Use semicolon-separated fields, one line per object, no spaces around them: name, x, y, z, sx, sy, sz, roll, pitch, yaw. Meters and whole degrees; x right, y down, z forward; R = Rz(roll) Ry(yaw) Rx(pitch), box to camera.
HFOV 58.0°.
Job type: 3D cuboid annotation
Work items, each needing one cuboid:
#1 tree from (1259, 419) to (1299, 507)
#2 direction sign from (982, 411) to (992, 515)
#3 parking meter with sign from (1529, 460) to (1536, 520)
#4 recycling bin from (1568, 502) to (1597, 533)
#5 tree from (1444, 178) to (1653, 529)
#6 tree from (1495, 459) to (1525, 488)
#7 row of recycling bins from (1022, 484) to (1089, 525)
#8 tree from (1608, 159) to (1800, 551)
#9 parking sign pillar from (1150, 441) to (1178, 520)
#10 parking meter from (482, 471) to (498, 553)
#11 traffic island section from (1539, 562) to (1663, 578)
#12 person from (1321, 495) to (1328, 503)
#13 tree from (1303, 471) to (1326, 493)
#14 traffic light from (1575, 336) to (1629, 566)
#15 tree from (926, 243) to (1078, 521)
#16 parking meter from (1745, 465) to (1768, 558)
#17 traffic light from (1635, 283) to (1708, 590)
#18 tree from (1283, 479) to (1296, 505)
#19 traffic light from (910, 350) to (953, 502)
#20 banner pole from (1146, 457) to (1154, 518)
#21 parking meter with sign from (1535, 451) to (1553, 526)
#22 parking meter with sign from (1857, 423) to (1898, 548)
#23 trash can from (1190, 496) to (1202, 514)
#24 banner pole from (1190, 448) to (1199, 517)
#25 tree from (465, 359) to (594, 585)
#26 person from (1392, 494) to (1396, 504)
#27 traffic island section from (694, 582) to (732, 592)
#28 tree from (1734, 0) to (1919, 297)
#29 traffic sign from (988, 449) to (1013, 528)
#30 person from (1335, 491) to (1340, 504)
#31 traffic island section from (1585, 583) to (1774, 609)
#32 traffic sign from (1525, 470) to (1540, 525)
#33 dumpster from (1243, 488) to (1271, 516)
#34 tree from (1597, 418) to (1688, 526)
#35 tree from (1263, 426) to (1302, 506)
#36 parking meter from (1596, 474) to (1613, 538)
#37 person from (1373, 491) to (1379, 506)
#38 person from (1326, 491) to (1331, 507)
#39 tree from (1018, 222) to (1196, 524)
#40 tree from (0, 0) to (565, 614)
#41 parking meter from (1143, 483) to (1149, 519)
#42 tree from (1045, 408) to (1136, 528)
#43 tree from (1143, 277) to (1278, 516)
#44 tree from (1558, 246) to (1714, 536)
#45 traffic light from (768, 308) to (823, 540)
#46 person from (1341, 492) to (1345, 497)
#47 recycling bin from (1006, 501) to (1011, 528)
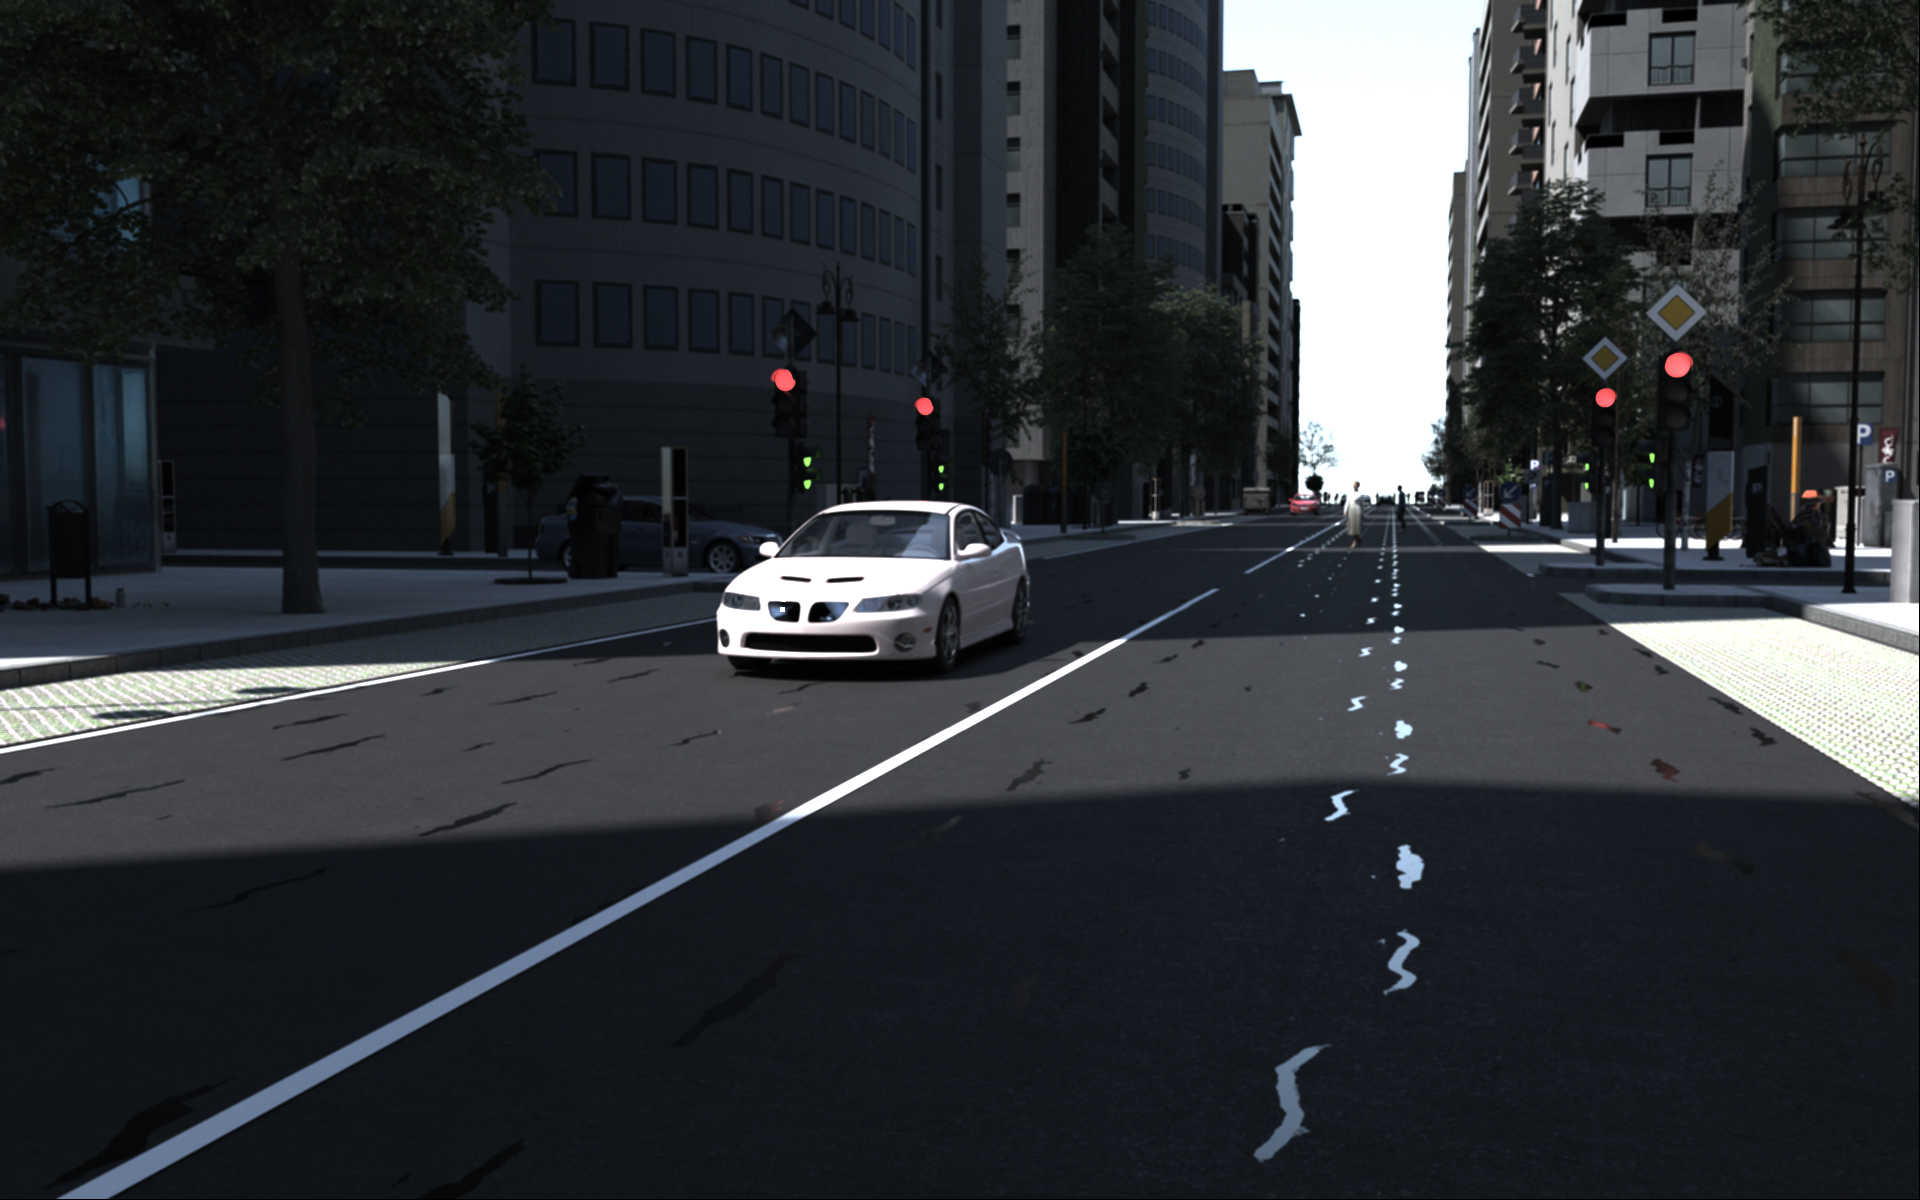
tree;31.681;-13.529;171.566;4.360;8.622;3.978;0;3;0
direction sign;0.736;-3.410;47.752;0.379;3.537;0.876;1;4;17
parking meter with sign;28.904;-5.575;87.412;0.543;3.016;1.738;2;4;23
recycling bin;20.478;-2.716;56.962;0.722;1.027;0.722;3;5;42
tree;21.441;-8.862;63.018;7.486;12.596;7.792;0;3;0
tree;30.107;-6.141;95.012;1.663;3.219;1.824;0;3;0
row of recycling bins;3.984;-4.017;72.784;3.534;1.692;1.069;-3;5;-42
tree;16.639;-5.437;39.265;4.360;8.622;3.978;0;3;0
parking sign pillar;10.343;-6.068;87.681;1.447;3.967;1.447;2;4;25
parking meter;-10.137;-1.951;37.610;0.399;1.863;0.255;1;4;9
traffic island section;11.490;-0.536;31.037;2.009;0.180;2.903;1;4;14
person;50.608;-14.150;239.942;1.348;1.812;0.705;3;5;41
tree;51.519;-16.372;251.392;4.285;4.588;4.351;0;3;0
traffic light;11.454;-2.569;30.932;0.839;4.253;0.868;1;4;14
tree;1.185;-6.189;51.557;4.737;8.622;4.395;0;3;0
parking meter;15.994;-1.779;34.805;0.399;1.863;0.255;2;4;26
traffic light;9.518;-2.096;23.184;0.839;4.253;0.868;1;4;14
tree;38.835;-12.900;205.513;1.663;3.219;1.824;0;3;0
traffic light;-0.593;-2.752;33.914;0.839;4.253;0.868;1;4;14
banner pole;10.272;-6.335;93.586;0.863;3.779;0.401;-3;4;-36
parking meter with sign;23.606;-4.486;69.612;0.543;3.016;1.738;2;4;23
parking meter with sign;22.143;-2.777;41.665;0.543;3.016;1.738;0;4;-4
trash can;14.442;-5.758;105.797;0.748;1.137;0.748;0;3;0
banner pole;12.923;-6.444;95.370;0.401;3.779;0.863;-2;4;-31
tree;-6.353;-1.859;24.989;1.663;3.219;1.824;0;3;0
person;64.765;-15.218;258.003;1.217;1.739;0.721;2;4;26
traffic island section;-2.565;-0.246;26.310;2.009;0.180;2.903;1;4;14
tree;10.622;-4.898;14.495;8.767;10.594;7.601;2;4;28
traffic sign;1.120;-2.970;48.668;0.768;2.556;0.104;1;4;23
person;56.981;-15.474;261.371;0.709;1.838;0.599;2;4;34
traffic island section;9.554;-0.062;23.289;2.009;0.180;2.903;1;4;14
traffic sign;23.672;-4.256;71.718;0.606;2.300;0.079;1;4;15
dumpster;19.669;-6.517;114.760;1.865;1.857;1.264;1;4;14
tree;27.532;-5.276;69.980;4.285;4.588;4.351;0;3;0
tree;33.684;-14.190;182.363;4.737;8.622;4.395;0;3;0
parking meter;18.747;-2.731;50.371;0.399;1.863;0.255;-2;4;-23
person;48.726;-11.863;202.451;0.705;1.826;1.348;3;5;40
person;40.920;-11.187;192.226;0.721;1.723;1.217;2;4;29
tree;6.289;-9.490;73.286;7.486;12.596;7.792;0;3;0
tree;-7.278;-6.106;17.965;7.486;12.596;7.792;0;3;0
parking meter;9.620;-5.126;89.523;0.255;1.863;0.399;-1;4;-9
tree;4.962;-5.031;65.963;4.285;4.588;4.351;0;3;0
tree;13.336;-11.915;101.468;9.857;13.997;8.962;0;3;0
tree;20.275;-6.233;52.280;4.737;8.622;4.395;0;3;0
traffic light;-2.528;-2.278;26.166;0.839;4.253;0.868;1;4;14
person;55.101;-14.619;248.309;1.217;1.735;0.721;-1;4;-12
recycling bin;1.447;-3.214;65.099;0.722;1.027;0.722;-2;4;-32
